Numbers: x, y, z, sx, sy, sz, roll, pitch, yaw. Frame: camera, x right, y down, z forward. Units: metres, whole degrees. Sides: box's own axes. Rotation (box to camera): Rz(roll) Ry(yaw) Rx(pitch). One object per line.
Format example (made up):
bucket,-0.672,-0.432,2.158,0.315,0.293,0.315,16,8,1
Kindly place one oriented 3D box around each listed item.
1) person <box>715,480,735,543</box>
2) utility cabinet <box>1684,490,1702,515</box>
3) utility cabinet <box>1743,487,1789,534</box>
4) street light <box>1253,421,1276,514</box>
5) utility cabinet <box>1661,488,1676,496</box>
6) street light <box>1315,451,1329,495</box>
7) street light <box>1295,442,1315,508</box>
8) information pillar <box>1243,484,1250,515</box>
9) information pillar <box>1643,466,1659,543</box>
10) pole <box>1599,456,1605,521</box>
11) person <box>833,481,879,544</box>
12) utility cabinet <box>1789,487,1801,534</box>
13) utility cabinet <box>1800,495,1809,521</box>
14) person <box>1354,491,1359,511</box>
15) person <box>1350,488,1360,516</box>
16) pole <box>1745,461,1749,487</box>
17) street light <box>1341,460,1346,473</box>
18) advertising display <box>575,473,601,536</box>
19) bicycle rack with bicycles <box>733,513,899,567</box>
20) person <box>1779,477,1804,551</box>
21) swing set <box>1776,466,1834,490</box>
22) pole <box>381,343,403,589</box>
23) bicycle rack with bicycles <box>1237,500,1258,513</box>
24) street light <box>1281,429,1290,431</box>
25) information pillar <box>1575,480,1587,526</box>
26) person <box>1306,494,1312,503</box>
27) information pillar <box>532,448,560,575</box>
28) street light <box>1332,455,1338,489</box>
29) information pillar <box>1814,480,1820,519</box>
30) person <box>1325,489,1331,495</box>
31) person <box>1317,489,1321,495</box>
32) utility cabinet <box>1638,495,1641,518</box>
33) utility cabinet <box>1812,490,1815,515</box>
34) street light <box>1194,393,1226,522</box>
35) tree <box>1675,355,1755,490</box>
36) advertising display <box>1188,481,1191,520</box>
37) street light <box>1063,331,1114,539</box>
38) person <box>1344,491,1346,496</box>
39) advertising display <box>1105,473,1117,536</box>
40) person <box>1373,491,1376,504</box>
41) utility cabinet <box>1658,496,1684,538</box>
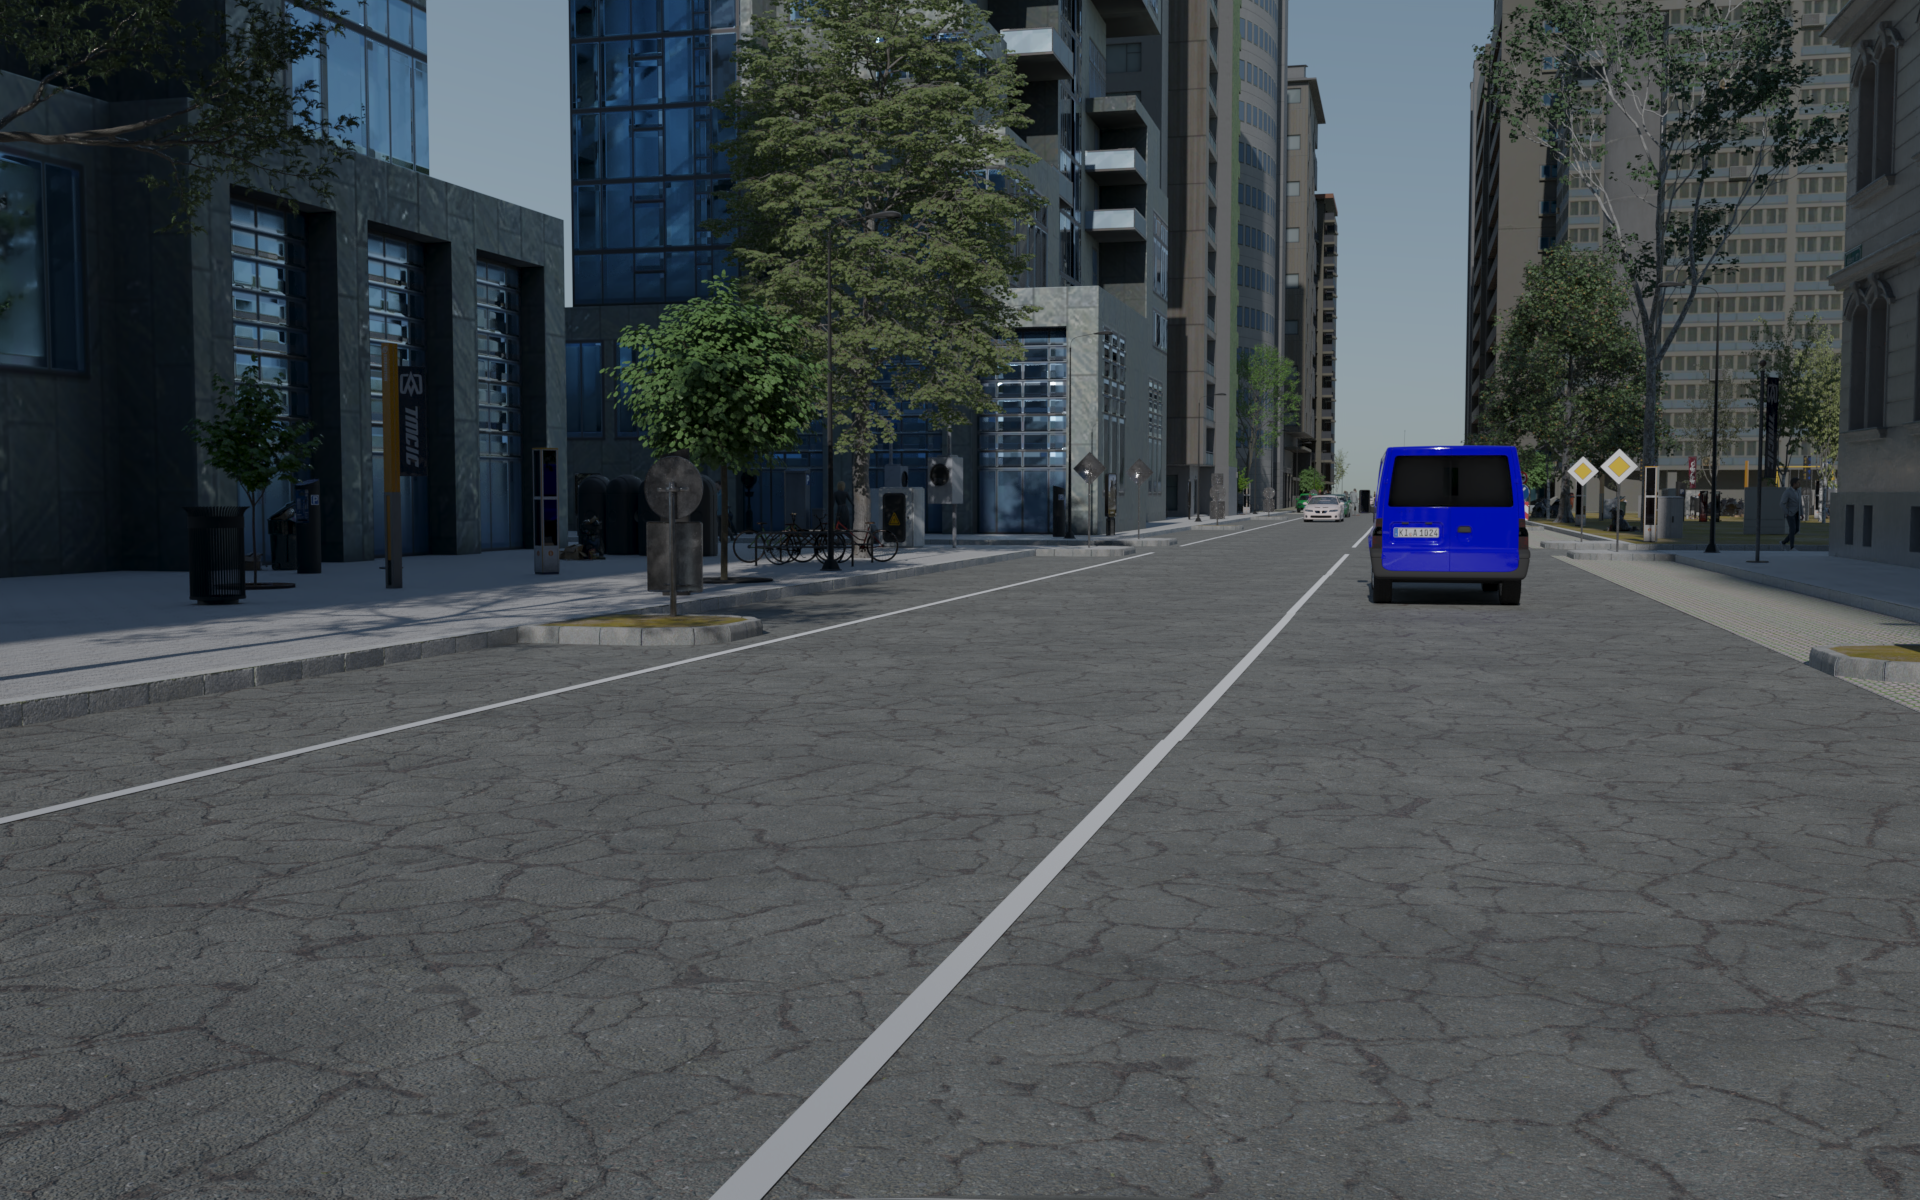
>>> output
person,-6.647,-2.468,48.864,0.620,1.820,0.660,-2,4,-33
utility cabinet,43.607,-5.782,103.212,1.173,1.500,0.318,-1,4,-18
utility cabinet,25.363,-2.809,54.608,1.173,1.500,0.318,1,4,20
street light,19.278,-8.394,109.779,1.470,5.913,1.316,1,4,14
utility cabinet,26.687,-3.463,65.294,0.318,1.500,1.173,1,4,11
street light,38.356,-12.979,184.752,1.470,5.913,1.316,1,4,14
street light,30.653,-11.143,154.723,1.470,5.913,1.316,1,4,14
information pillar,17.968,-6.365,108.560,0.304,2.012,0.304,-3,4,-38
information pillar,18.356,-2.538,45.981,0.304,2.012,0.304,2,4,33
pole,30.493,-5.408,82.269,0.158,3.312,0.155,0,3,0
person,-2.984,-2.462,48.970,1.509,1.804,0.699,1,4,20
utility cabinet,26.252,-2.845,55.193,1.173,1.500,0.318,-2,4,-26
utility cabinet,40.419,-4.434,83.651,1.020,1.237,0.306,2,4,33
person,34.392,-8.690,150.586,0.705,1.823,1.348,0,4,-6
person,26.162,-6.494,114.775,0.635,1.810,0.391,3,4,36
pole,48.130,-6.860,106.006,0.158,3.312,0.155,0,3,0
street light,50.989,-15.993,234.021,1.470,5.913,1.316,1,4,14
advertising display,-11.440,-2.943,53.330,0.123,1.923,0.974,3,4,37
bicycle rack with bicycles,-2.776,-1.124,31.758,2.925,0.926,2.852,1,4,10
person,20.392,-2.092,42.557,0.661,1.843,0.795,-1,4,-21
swing set,47.467,-6.114,97.588,3.119,2.851,2.862,2,4,32
pole,-7.700,-1.812,23.466,0.158,3.312,0.155,0,3,0
bicycle rack with bicycles,18.559,-6.227,115.190,2.852,0.926,2.925,-1,4,-22
street light,22.959,-9.296,124.535,1.470,5.913,1.316,1,4,14
information pillar,24.764,-3.950,69.081,0.304,2.012,0.304,-3,4,-38
person,25.652,-7.070,127.315,0.599,1.433,0.991,2,4,35
information pillar,-6.610,-1.417,27.656,0.304,2.012,0.304,-3,5,-40
street light,43.360,-14.147,203.851,1.470,5.913,1.316,1,4,14
information pillar,44.278,-5.192,89.383,0.304,2.012,0.304,2,4,27
person,26.728,-7.177,125.857,1.348,1.822,0.705,-1,4,-15
person,28.454,-7.847,136.939,0.705,1.807,1.348,2,4,33
utility cabinet,37.442,-5.083,94.274,1.020,1.237,0.306,-1,4,-11
utility cabinet,53.107,-5.998,106.740,1.173,1.500,0.318,-1,4,-15
street light,11.538,-6.558,79.758,1.470,5.913,1.316,1,4,14
tree,40.273,-8.694,92.511,4.360,8.622,3.978,0,3,0
advertising display,11.496,-4.990,86.793,0.123,1.923,0.974,0,4,5
street light,3.676,-4.707,49.504,1.470,5.913,1.316,1,4,14
person,41.967,-11.022,188.792,0.705,1.814,1.350,0,4,2
advertising display,4.642,-2.944,53.353,0.123,1.923,0.974,1,4,20
person,59.350,-14.644,248.026,0.705,1.812,1.348,1,4,18
utility cabinet,20.420,-2.388,50.212,1.020,1.237,0.306,0,4,-7
